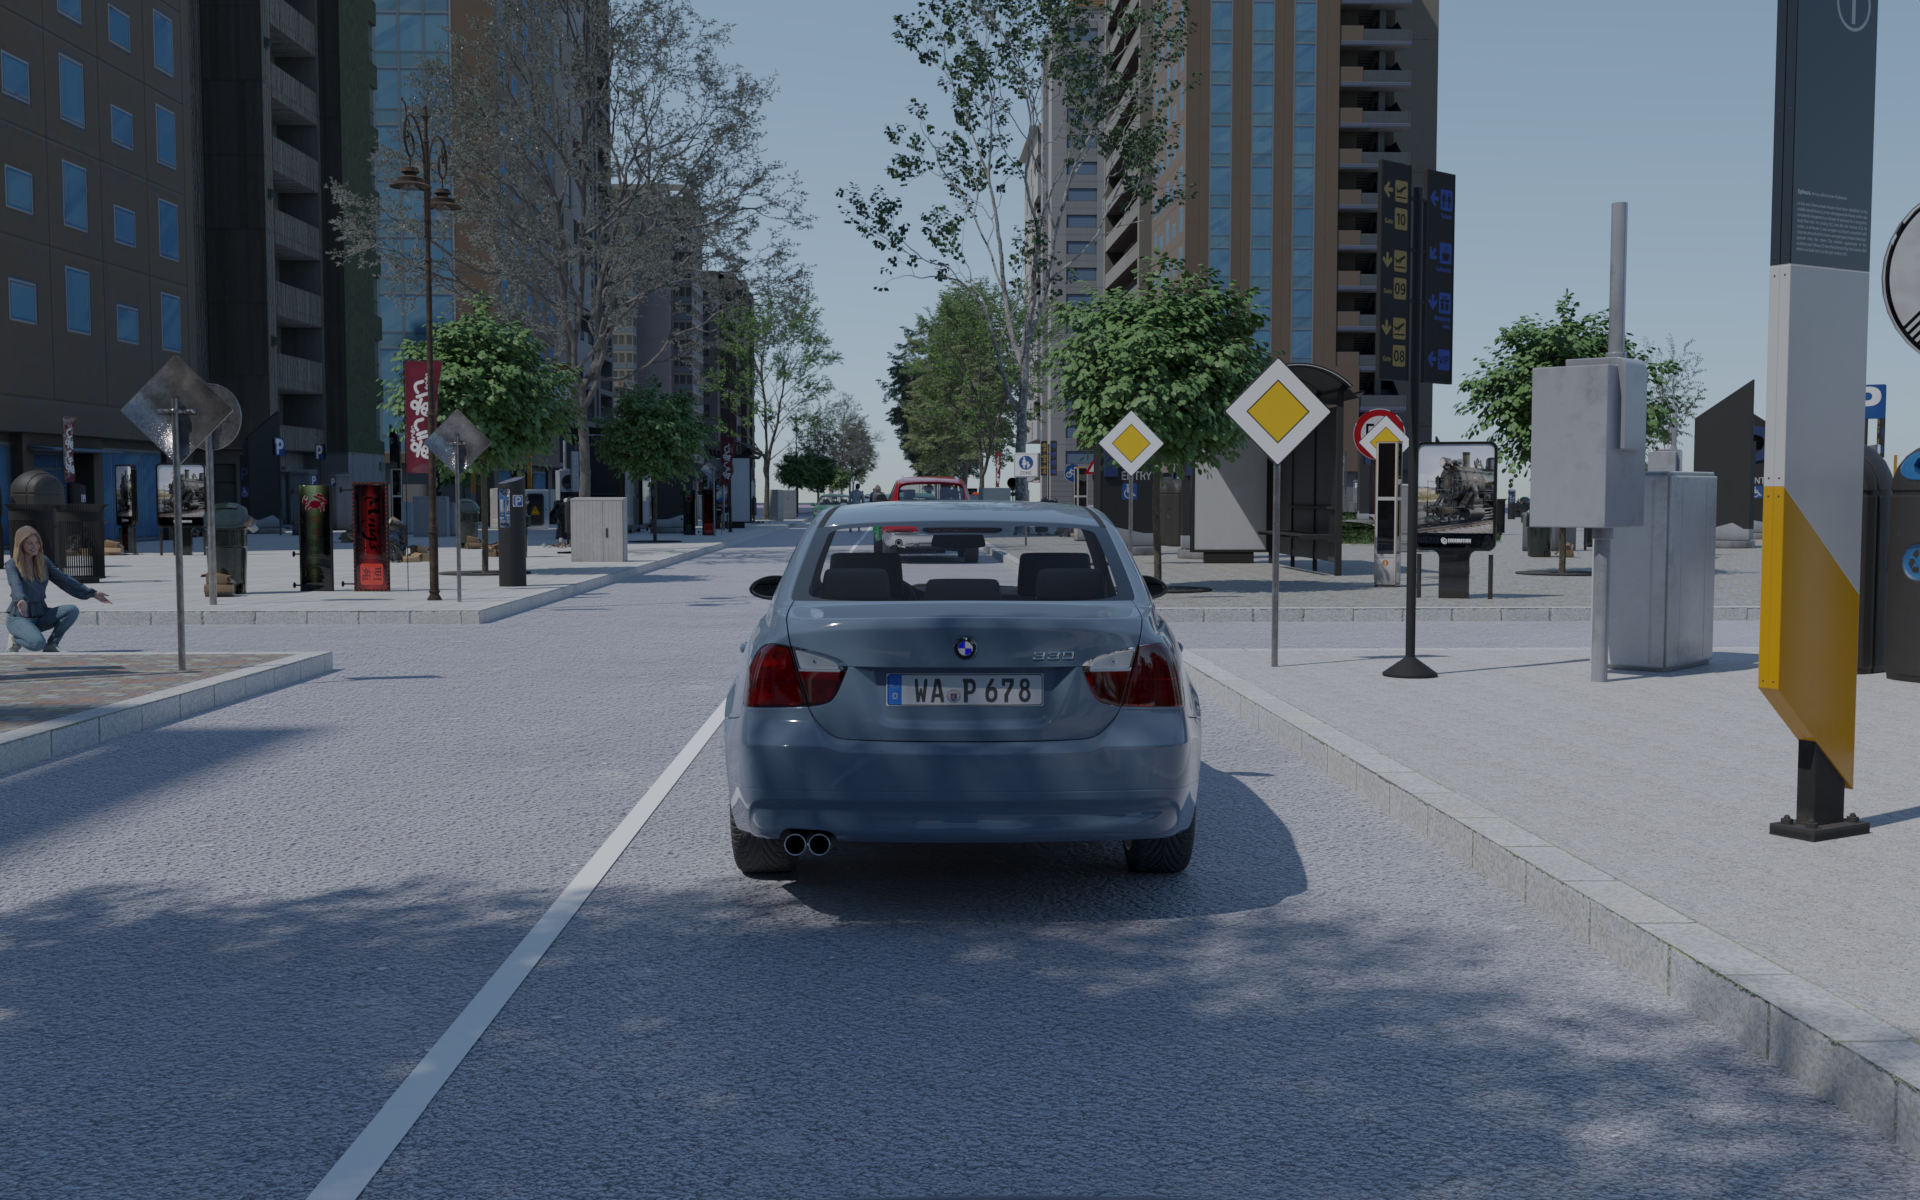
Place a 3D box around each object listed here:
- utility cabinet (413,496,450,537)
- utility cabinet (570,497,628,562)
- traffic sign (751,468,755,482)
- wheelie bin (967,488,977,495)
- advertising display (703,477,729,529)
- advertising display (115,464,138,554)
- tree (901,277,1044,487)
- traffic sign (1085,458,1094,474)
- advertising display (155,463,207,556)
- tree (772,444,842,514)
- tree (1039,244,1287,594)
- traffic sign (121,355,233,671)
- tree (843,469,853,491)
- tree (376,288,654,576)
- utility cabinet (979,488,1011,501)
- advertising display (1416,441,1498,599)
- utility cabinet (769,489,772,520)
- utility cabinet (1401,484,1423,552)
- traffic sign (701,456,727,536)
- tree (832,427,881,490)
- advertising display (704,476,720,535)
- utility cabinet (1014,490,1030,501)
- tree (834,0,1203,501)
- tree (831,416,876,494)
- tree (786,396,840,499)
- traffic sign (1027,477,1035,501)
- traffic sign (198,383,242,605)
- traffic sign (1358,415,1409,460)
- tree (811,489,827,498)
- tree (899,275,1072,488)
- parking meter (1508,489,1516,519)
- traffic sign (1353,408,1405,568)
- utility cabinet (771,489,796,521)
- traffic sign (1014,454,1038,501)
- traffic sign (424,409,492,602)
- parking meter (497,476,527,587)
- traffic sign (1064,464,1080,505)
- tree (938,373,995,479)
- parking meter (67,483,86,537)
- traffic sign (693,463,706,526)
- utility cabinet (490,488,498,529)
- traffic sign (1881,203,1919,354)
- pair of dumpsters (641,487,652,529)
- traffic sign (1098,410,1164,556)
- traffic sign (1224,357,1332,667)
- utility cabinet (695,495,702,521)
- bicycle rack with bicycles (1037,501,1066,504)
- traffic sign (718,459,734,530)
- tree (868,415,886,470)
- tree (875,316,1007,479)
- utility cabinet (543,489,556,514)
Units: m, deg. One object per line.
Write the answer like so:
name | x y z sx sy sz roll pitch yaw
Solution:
utility cabinet | -15.839 -2.492 51.904 1.020 1.237 0.306 0 4 6
utility cabinet | -6.831 -1.322 32.777 1.020 1.237 0.306 0 4 6
traffic sign | -9.774 -4.851 79.416 0.768 2.556 0.104 0 4 7
wheelie bin | 0.635 -5.159 92.259 0.980 1.594 0.693 0 3 0
advertising display | -8.916 -3.554 63.324 0.974 1.923 0.123 1 4 10
advertising display | -18.105 -1.983 37.630 0.974 1.923 0.123 3 5 45
tree | 0.656 -10.574 91.008 7.486 12.596 7.792 0 3 0
traffic sign | 3.789 -2.845 46.514 0.884 2.594 0.081 0 4 3
advertising display | -16.241 -1.892 36.155 0.974 1.923 0.123 -1 4 -13
tree | -10.674 -7.976 114.126 4.285 4.588 4.351 0 3 0
tree | 2.697 -2.398 22.925 4.285 4.588 4.351 0 3 0
traffic sign | -5.655 -0.544 12.536 0.795 2.450 0.064 0 4 -2
tree | -10.100 -8.435 121.618 4.285 4.588 4.351 0 3 0
tree | -7.712 -2.689 27.686 4.285 4.588 4.351 0 3 0
utility cabinet | 1.214 -3.200 60.993 1.173 1.500 0.318 -2 4 -32
advertising display | 6.075 -0.981 21.245 0.974 1.923 0.123 1 4 21
utility cabinet | -10.149 -5.213 93.918 0.318 1.500 1.173 0 4 5
utility cabinet | 9.756 -1.804 38.180 1.173 1.500 0.318 -1 4 -16
traffic sign | -7.465 -3.141 52.538 0.795 2.450 0.064 0 4 1
tree | -14.666 -18.417 235.527 8.767 10.594 7.601 1 4 9
advertising display | -7.880 -3.043 54.969 0.123 1.923 0.974 -1 4 -19
utility cabinet | 3.349 -5.210 93.861 0.318 1.500 1.173 2 4 31
tree | 2.111 -12.357 57.924 12.611 20.169 13.585 0 3 0
tree | -15.502 -20.316 250.287 7.486 12.596 7.792 0 3 0
tree | -10.721 -10.885 128.330 4.360 8.622 3.978 0 3 0
traffic sign | 2.826 -4.427 72.495 0.768 2.556 0.104 0 4 1
traffic sign | -8.652 -1.216 19.991 0.768 2.556 0.104 0 4 8
traffic sign | 6.243 -1.485 25.465 0.795 2.450 0.064 0 4 3
tree | -11.411 -8.993 141.633 1.663 3.219 1.824 0 3 0
tree | 1.187 -9.498 81.052 9.928 11.665 9.643 0 3 0
parking meter | 28.000 -4.862 87.903 0.372 1.533 0.369 0 3 0
traffic sign | 6.242 -1.576 25.879 0.768 2.556 0.104 0 4 2
utility cabinet | -8.818 -4.817 87.439 1.173 1.500 0.318 -3 5 -42
traffic sign | 1.639 -2.503 43.046 0.606 2.300 0.079 0 4 4
traffic sign | -5.944 -1.032 20.516 0.795 2.450 0.064 0 4 -2
parking meter | -6.227 -0.958 24.074 0.372 1.533 0.369 0 3 0
traffic sign | 4.788 -4.477 73.307 0.768 2.556 0.104 0 4 4
tree | 0.233 -9.091 98.994 4.737 8.622 4.395 0 3 0
parking meter | -19.713 -1.850 38.663 0.372 1.533 0.369 0 3 0
traffic sign | -10.732 -4.308 70.541 0.768 2.556 0.104 0 4 3
utility cabinet | -16.722 -3.334 63.197 0.318 1.500 1.173 -3 5 -44
traffic sign | 4.153 -0.432 7.173 0.768 2.556 0.104 0 4 0
pair of dumpsters | -12.109 -3.757 63.925 1.574 2.255 4.437 0 4 -2
traffic sign | 2.046 -1.048 20.783 0.795 2.450 0.064 0 4 -2
traffic sign | 2.334 -0.560 12.803 0.795 2.450 0.064 0 4 -2
utility cabinet | -13.150 -4.696 87.935 0.306 1.237 1.020 1 4 17
bicycle rack with bicycles | 3.493 -4.394 85.216 2.925 0.926 2.852 -1 4 -17
traffic sign | -8.399 -3.753 61.470 0.768 2.556 0.104 0 4 -2
tree | -13.869 -17.927 203.473 12.009 13.543 11.850 0 3 0
tree | -0.876 -12.699 114.287 9.857 13.997 8.962 0 3 0
utility cabinet | -19.097 -4.370 80.127 0.318 1.500 1.173 -3 4 -39
